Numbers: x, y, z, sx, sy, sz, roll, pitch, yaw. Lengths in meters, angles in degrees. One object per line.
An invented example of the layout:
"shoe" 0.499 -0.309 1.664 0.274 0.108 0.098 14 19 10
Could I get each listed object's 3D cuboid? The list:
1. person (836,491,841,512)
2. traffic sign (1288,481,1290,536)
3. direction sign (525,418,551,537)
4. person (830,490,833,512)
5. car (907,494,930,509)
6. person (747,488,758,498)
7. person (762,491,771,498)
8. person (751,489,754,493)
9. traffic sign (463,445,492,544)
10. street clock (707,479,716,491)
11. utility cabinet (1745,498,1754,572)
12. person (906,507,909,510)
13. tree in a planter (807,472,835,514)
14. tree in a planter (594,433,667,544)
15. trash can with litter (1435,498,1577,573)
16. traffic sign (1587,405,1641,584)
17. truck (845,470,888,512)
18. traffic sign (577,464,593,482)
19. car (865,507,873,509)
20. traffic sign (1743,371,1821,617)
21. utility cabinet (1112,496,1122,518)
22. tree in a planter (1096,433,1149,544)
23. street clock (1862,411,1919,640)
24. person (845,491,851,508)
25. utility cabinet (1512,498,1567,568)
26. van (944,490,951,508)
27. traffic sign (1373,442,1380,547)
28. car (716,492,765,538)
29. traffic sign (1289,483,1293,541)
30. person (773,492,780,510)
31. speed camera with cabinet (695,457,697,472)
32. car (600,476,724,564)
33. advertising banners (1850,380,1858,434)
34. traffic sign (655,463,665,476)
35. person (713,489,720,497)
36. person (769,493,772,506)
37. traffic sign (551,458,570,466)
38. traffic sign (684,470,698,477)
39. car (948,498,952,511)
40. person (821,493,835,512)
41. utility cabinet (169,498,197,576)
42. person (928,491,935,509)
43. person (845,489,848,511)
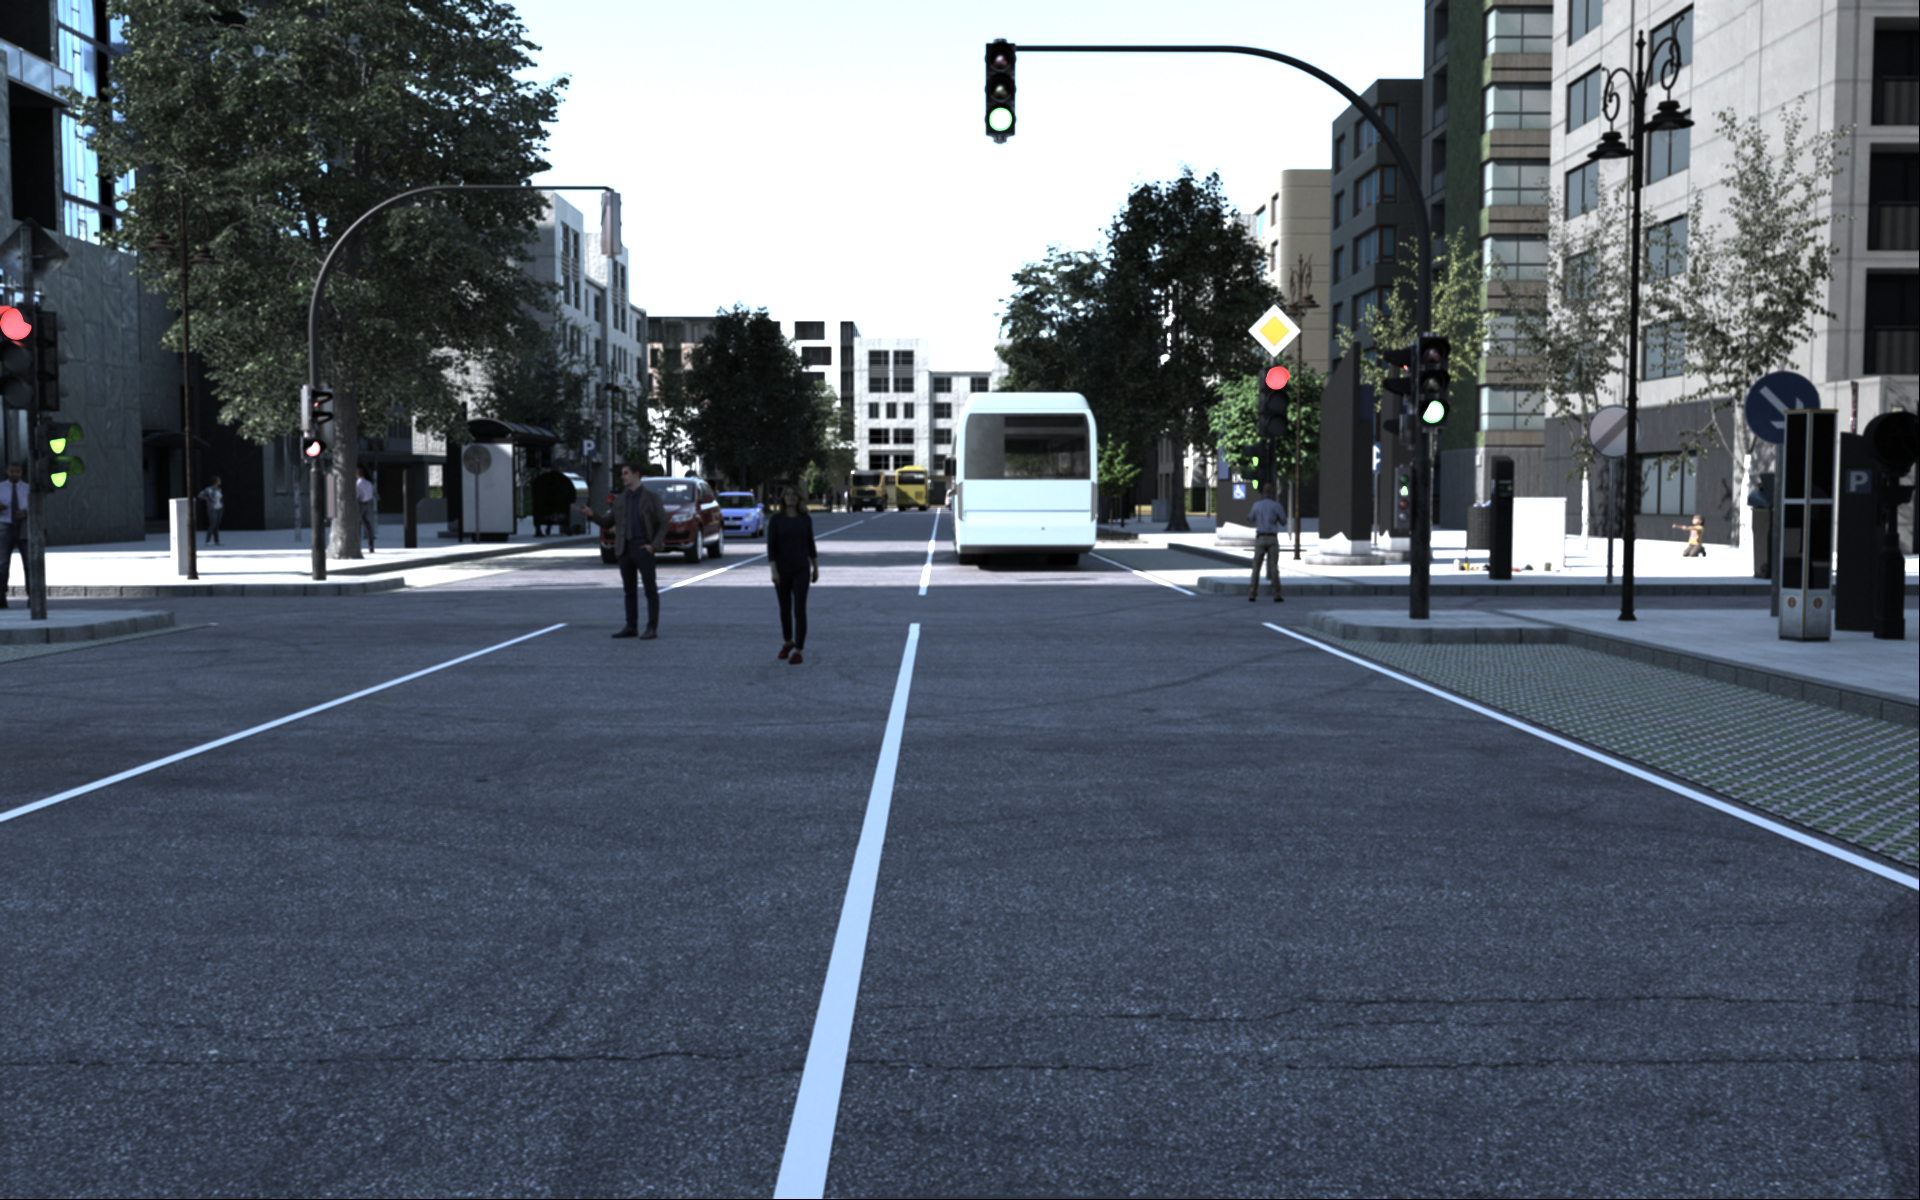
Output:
"person" -9.752 -7.882 138.836 0.415 1.643 0.593 1 4 15
"traffic sign" 10.036 -3.218 52.715 0.768 2.556 0.104 0 4 1
"direction sign" -12.556 -3.646 51.613 0.876 3.537 0.379 2 4 23
"person" -10.432 -8.026 139.355 0.705 1.869 1.348 0 4 3
"car" -4.024 -9.533 164.536 2.281 1.827 5.304 0 4 1
"person" -16.949 -8.180 139.878 1.348 1.812 0.705 1 4 12
"person" -15.713 -8.266 141.212 0.705 1.821 1.348 2 4 24
"person" -18.956 -9.208 157.035 0.568 1.767 0.683 1 4 12
"traffic sign" -12.443 -2.723 44.631 0.768 2.556 0.104 0 4 6
"street clock" -12.108 -4.871 84.208 0.471 2.002 0.358 -1 4 -17
"utility cabinet" 13.186 -1.047 28.276 0.306 1.237 1.020 0 4 2
"person" -4.789 -9.046 156.399 0.705 1.824 1.348 0 4 7
"tree in a planter" -10.247 -7.964 127.433 1.991 3.239 1.994 0 4 -1
"tree in a planter" -9.453 -3.245 50.281 1.991 3.239 1.994 0 4 -1
"trash can with litter" 9.088 -1.084 28.783 2.233 1.210 1.678 1 4 18
"traffic sign" 9.323 -1.509 24.774 0.768 2.556 0.104 0 4 1
"truck" -7.543 -8.920 141.774 3.469 3.379 9.791 0 4 -1
"traffic sign" -15.686 -4.414 72.276 0.768 2.556 0.104 0 4 0
"car" -8.241 -9.489 165.372 2.015 1.641 3.980 0 4 -2
"traffic sign" 8.533 -1.098 18.061 0.768 2.556 0.104 0 4 6
"utility cabinet" 8.221 -5.120 92.385 1.173 1.500 0.318 1 4 22
"tree in a planter" 4.412 -3.254 50.433 1.991 3.239 1.994 0 4 -1
"street clock" 8.239 -0.656 15.300 0.471 2.002 0.358 0 4 5
"person" -11.191 -10.373 178.185 1.348 1.812 0.705 0 4 4
"utility cabinet" 10.066 -1.172 30.320 1.020 1.237 0.306 1 4 18
"van" -0.598 -10.184 173.519 2.013 2.044 4.112 0 4 1
"traffic sign" 10.164 -2.580 42.295 0.768 2.556 0.104 0 4 2
"car" -7.423 -2.919 57.316 1.945 1.707 3.694 0 4 -2
"traffic sign" 8.973 -2.864 46.939 0.768 2.556 0.104 0 4 6
"person" -14.494 -7.782 136.507 0.599 1.433 0.991 -3 5 -39
"speed camera with cabinet" -14.747 -5.979 92.094 2.038 3.252 0.660 1 4 17
"car" -6.359 -1.756 37.376 2.281 1.827 5.304 0 4 0
"advertising banners" 14.341 -1.919 27.562 0.090 3.025 2.074 3 4 38
"traffic sign" -12.501 -4.349 71.208 0.768 2.556 0.104 0 4 5
"person" -22.983 -9.567 163.267 0.742 1.727 0.445 1 4 20
"person" -15.466 -7.989 139.845 0.628 1.438 0.799 -3 4 -36
"traffic sign" -13.904 -3.684 60.343 0.768 2.556 0.104 1 4 9
"traffic sign" -14.106 -5.552 90.889 0.768 2.556 0.104 0 3 0
"car" -0.068 -8.517 151.835 1.945 1.354 3.894 0 4 -2
"person" -9.998 -7.489 131.657 1.217 1.743 0.721 -2 4 -32
"utility cabinet" -12.404 -1.008 27.636 0.306 1.237 1.020 -2 4 -29
"person" -3.055 -9.727 168.256 1.217 1.735 0.721 -1 4 -9
"person" -9.596 -8.636 149.563 0.599 1.838 0.709 -2 4 -28
